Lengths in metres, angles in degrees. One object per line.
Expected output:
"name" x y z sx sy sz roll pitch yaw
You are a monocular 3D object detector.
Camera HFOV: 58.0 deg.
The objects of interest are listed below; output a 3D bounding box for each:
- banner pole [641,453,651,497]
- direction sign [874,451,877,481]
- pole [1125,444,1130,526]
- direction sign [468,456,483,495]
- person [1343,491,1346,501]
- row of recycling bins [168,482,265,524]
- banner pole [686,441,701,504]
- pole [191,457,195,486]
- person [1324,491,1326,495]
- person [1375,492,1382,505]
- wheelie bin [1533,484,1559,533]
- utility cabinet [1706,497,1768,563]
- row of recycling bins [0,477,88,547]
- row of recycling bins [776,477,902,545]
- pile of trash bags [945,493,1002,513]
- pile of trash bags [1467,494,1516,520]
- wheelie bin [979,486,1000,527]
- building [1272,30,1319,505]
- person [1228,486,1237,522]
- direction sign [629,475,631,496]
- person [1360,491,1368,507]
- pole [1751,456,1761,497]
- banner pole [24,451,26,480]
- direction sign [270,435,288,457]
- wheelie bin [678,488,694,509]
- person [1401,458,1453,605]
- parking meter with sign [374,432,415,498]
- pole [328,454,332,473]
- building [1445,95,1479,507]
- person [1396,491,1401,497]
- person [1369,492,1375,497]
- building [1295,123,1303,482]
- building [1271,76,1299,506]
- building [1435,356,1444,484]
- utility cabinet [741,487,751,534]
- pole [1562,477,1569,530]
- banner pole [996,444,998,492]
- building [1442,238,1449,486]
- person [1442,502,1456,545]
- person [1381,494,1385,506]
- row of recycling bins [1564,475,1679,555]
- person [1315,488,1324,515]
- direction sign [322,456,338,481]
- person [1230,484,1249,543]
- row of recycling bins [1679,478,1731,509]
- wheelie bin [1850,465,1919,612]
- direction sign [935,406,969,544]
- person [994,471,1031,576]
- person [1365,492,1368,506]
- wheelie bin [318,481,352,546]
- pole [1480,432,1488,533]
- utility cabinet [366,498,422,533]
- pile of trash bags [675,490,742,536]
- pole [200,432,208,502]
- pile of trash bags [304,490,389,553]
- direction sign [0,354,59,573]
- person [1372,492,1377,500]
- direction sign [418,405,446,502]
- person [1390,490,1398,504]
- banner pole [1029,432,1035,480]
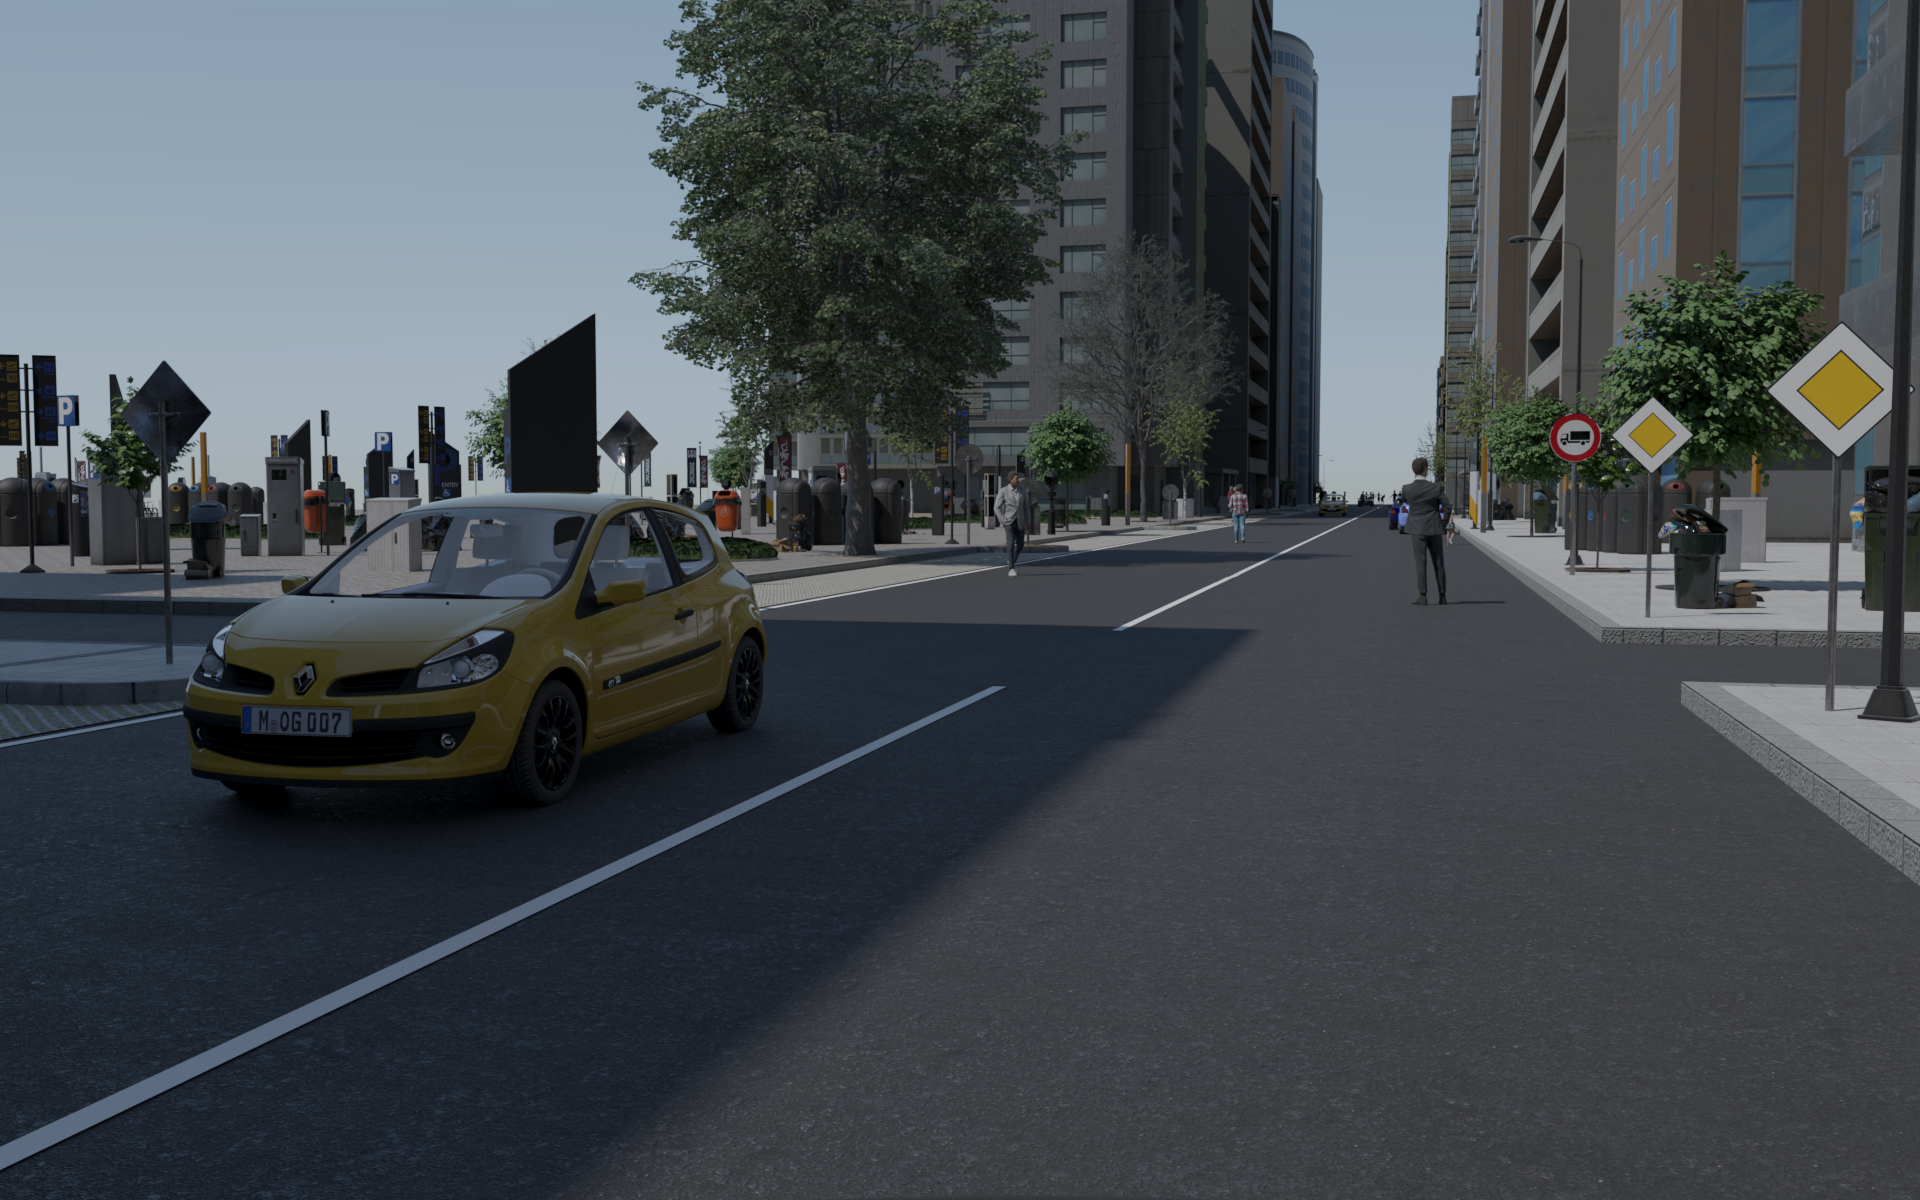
"banner pole" -13.204 -5.054 72.646 0.863 3.779 0.401 3 5 40
"direction sign" -4.477 -6.086 91.509 0.379 3.537 0.876 0 4 5
"pole" 6.832 -4.686 70.466 0.158 3.312 0.155 0 3 0
"direction sign" -28.721 -6.774 102.759 0.876 3.537 0.379 0 4 -2
"person" 41.106 -10.779 185.517 0.721 1.735 1.217 0 4 7
"row of recycling bins" -25.978 -3.235 60.001 3.534 1.692 1.069 1 4 20
"banner pole" -12.561 -5.640 82.227 0.863 3.779 0.401 -1 4 -10
"pole" -41.888 -6.165 94.644 0.158 3.312 0.155 0 3 0
"person" 39.474 -10.907 187.376 0.434 1.755 0.990 2 4 31
"person" 57.294 -13.918 236.845 1.217 1.735 0.721 3 4 36
"wheelie bin" 19.117 -2.981 56.647 0.693 1.594 0.980 3 5 42
"utility cabinet" 14.512 -1.299 32.403 1.020 1.237 0.306 0 4 6
"row of recycling bins" -22.937 -2.240 43.738 1.069 1.692 3.534 1 4 12
"row of recycling bins" -3.004 -2.252 43.926 3.534 1.692 1.069 -2 4 -35
"pile of trash bags" 0.513 -4.548 84.105 3.447 1.369 1.912 2 4 30
"pile of trash bags" 26.094 -4.657 85.899 1.912 1.369 3.447 -1 4 -9
"wheelie bin" 1.146 -3.582 66.468 0.693 1.594 0.980 -2 4 -34
"building" 33.832 -41.495 220.439 21.231 58.520 28.212 1 4 14
"person" 13.715 -4.792 86.827 0.580 1.828 0.573 2 4 28
"direction sign" -12.185 -4.403 63.986 0.379 3.537 0.876 0 3 0
"person" 44.816 -11.197 192.104 0.750 1.759 0.617 -1 4 -15
"pole" 19.569 -2.980 42.561 0.158 3.312 0.155 0 3 0
"banner pole" -53.798 -6.696 99.495 0.401 3.779 0.863 0 4 -8
"direction sign" -26.054 -4.549 66.376 0.876 3.537 0.379 2 4 26
"wheelie bin" -13.941 -4.913 88.234 0.693 1.594 0.980 2 4 34
"person" 6.023 -0.891 22.437 0.648 1.900 0.474 0 4 3
"parking meter with sign" -15.872 -3.248 49.366 0.543 3.016 1.738 1 4 19
"pole" -32.414 -5.832 89.202 0.158 3.312 0.155 0 3 0
"building" 57.777 -30.331 179.499 14.154 41.232 14.086 1 4 14
"person" 50.871 -11.725 200.140 1.348 1.831 0.705 0 4 -4
"person" 51.674 -12.739 217.504 1.217 1.743 0.721 -2 4 -24
"building" 31.607 -33.548 198.621 14.600 45.320 14.200 1 4 14
"building" 27.639 -32.671 184.288 14.600 45.320 14.200 1 4 14
"building" 77.072 -23.395 227.539 27.650 21.520 28.899 1 4 14
"utility cabinet" -6.862 -2.868 55.563 0.318 1.500 1.173 0 4 -7
"pole" 21.908 -4.205 62.591 0.158 3.312 0.155 0 3 0
"banner pole" 1.854 -5.941 87.157 0.401 3.779 0.863 0 4 4
"building" 61.579 -25.863 194.568 14.160 30.474 14.107 1 4 14
"person" 13.739 -2.160 48.825 0.382 1.210 0.505 -3 4 -37
"person" 51.600 -12.200 211.161 0.799 1.438 0.628 3 5 45
"row of recycling bins" 14.439 -1.907 38.286 1.069 1.692 3.534 0 4 -4
"person" 24.474 -6.669 117.548 0.705 1.822 1.348 3 5 41
"direction sign" -37.335 -6.772 102.723 0.876 3.537 0.379 -2 4 -27
"person" 8.206 -2.543 50.915 0.563 1.720 0.643 1 4 19
"row of recycling bins" 18.145 -2.327 45.155 3.534 1.692 1.069 1 4 14
"wheelie bin" 10.324 -0.681 19.046 0.980 1.594 0.693 2 4 28
"direction sign" -0.205 -3.209 44.456 0.876 3.537 0.379 0 3 0
"person" 0.906 -1.353 30.475 0.661 1.843 0.795 -1 4 -20
"person" 50.537 -12.605 215.307 1.217 1.735 0.721 2 4 27
"wheelie bin" -15.741 -2.169 43.366 0.980 1.594 0.693 -1 4 -17
"pole" 17.307 -3.874 57.189 0.158 3.312 0.155 0 3 0
"utility cabinet" -9.425 -1.081 28.839 1.020 1.237 0.306 2 4 30
"pile of trash bags" -6.488 -1.774 38.765 3.447 1.369 1.912 1 4 16
"pole" -24.864 -3.863 56.995 0.158 3.312 0.155 0 3 0
"pile of trash bags" -13.042 -1.773 38.745 1.912 1.369 3.447 3 5 45
"direction sign" -15.166 -2.215 28.216 0.876 3.537 0.379 -1 4 -20
"person" 58.301 -14.383 244.180 0.721 1.766 1.217 -3 5 -41
"direction sign" -13.576 -3.217 44.593 0.379 3.537 0.876 2 4 31
"person" 49.220 -11.507 196.275 0.705 1.869 1.348 -3 4 -37
"banner pole" 2.901 -4.869 69.620 0.401 3.779 0.863 1 4 21
